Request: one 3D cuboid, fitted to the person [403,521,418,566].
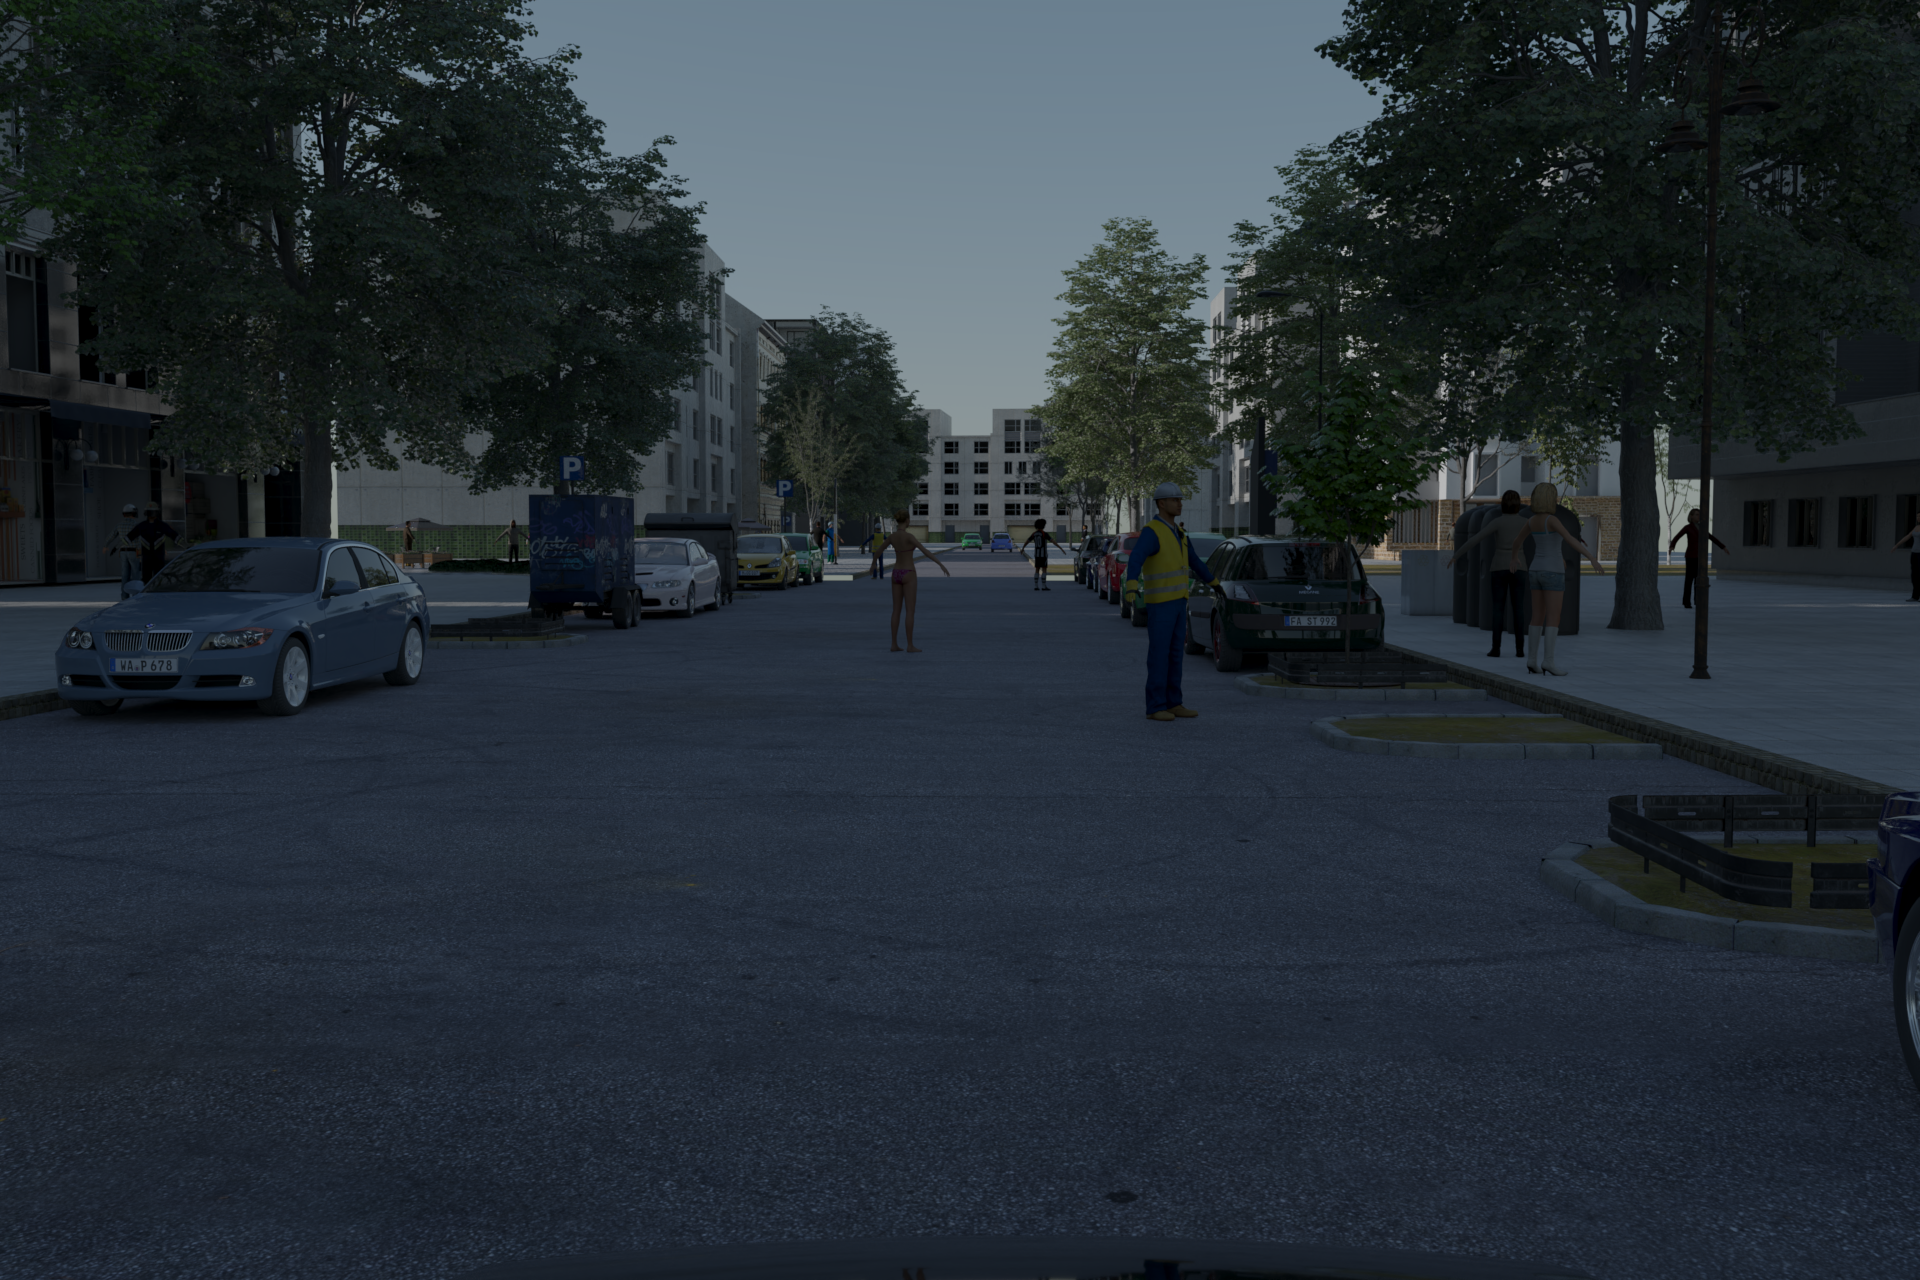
[{"bbox_3d":[-21.883,-3.833,68.807,0.704,1.812,1.346,-3,4,-37],"label":"person"}]

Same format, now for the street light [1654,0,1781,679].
[{"bbox_3d":[6.575,-2.594,15.206,0.468,5.910,1.993,0,4,1],"label":"street light"}]

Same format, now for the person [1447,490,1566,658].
[{"bbox_3d":[5.719,-0.694,18.100,1.215,1.744,0.721,0,4,5],"label":"person"}]

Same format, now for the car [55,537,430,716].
[{"bbox_3d":[-6.068,-0.194,15.179,2.014,1.417,4.499,0,4,1],"label":"car"}]

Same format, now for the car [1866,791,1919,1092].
[{"bbox_3d":[3.175,0.592,2.904,1.945,1.354,3.894,0,4,2],"label":"car"}]

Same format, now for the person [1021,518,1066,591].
[{"bbox_3d":[2.066,-2.157,43.867,1.345,1.843,0.704,3,4,36],"label":"person"}]

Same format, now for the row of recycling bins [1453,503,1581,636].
[{"bbox_3d":[7.468,-1.002,23.498,1.069,1.692,3.534,0,4,2],"label":"row of recycling bins"}]

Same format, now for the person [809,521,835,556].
[{"bbox_3d":[-5.829,-3.993,71.510,1.346,1.802,0.704,1,4,12],"label":"person"}]

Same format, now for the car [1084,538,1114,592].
[{"bbox_3d":[4.152,-1.917,43.922,1.945,1.354,3.894,0,3,0],"label":"car"}]

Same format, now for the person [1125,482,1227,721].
[{"bbox_3d":[1.629,-0.305,13.420,0.705,1.833,1.349,3,5,39],"label":"person"}]

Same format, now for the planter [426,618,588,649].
[{"bbox_3d":[-5.947,-0.087,22.569,1.991,0.319,1.994,0,4,1],"label":"planter"}]

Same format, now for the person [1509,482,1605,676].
[{"bbox_3d":[5.404,-0.561,15.786,0.721,1.753,1.214,-1,4,-21],"label":"person"}]

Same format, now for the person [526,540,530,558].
[{"bbox_3d":[-21.308,-4.716,86.369,0.599,1.433,0.991,2,4,24],"label":"person"}]

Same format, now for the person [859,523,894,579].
[{"bbox_3d":[-2.620,-2.813,54.911,1.216,1.772,0.721,-1,4,-20],"label":"person"}]

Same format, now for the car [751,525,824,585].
[{"bbox_3d":[-4.966,-2.508,49.795,1.959,1.807,4.718,0,4,1],"label":"car"}]

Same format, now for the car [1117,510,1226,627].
[{"bbox_3d":[3.576,-1.181,28.102,1.959,1.807,4.718,0,4,1],"label":"car"}]

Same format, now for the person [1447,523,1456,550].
[{"bbox_3d":[22.272,-4.390,78.040,0.705,1.796,1.348,-1,4,-18],"label":"person"}]

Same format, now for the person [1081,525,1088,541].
[{"bbox_3d":[6.176,-4.886,86.610,0.721,1.740,1.216,1,4,10],"label":"person"}]

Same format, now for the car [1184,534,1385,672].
[{"bbox_3d":[3.521,-0.587,19.384,2.009,1.686,4.222,0,4,0],"label":"car"}]

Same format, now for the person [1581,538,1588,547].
[{"bbox_3d":[17.703,-2.715,50.500,1.345,1.816,0.704,-1,4,-22],"label":"person"}]

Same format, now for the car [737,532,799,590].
[{"bbox_3d":[-5.236,-2.148,45.339,2.015,1.641,3.980,0,4,1],"label":"car"}]

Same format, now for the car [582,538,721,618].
[{"bbox_3d":[-5.467,-1.147,31.113,2.083,1.381,4.827,0,4,1],"label":"car"}]

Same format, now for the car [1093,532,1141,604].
[{"bbox_3d":[3.925,-1.695,36.747,2.155,1.783,4.494,0,4,0],"label":"car"}]

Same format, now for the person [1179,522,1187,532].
[{"bbox_3d":[9.515,-4.161,74.218,1.347,1.806,0.705,3,5,42],"label":"person"}]

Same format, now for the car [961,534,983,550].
[{"bbox_3d":[1.078,-8.892,154.181,1.959,1.807,4.718,0,4,1],"label":"car"}]

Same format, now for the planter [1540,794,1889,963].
[{"bbox_3d":[3.387,0.880,6.760,1.991,0.319,1.994,0,4,1],"label":"planter"}]

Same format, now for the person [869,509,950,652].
[{"bbox_3d":[-0.639,-0.725,21.108,1.217,1.733,0.721,3,4,36],"label":"person"}]

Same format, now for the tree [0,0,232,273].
[{"bbox_3d":[-12.438,-5.730,19.439,9.928,11.665,9.643,0,3,0],"label":"tree"}]

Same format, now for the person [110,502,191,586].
[{"bbox_3d":[-14.185,-1.503,30.440,1.351,1.845,0.704,-1,4,-14],"label":"person"}]

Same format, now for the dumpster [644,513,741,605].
[{"bbox_3d":[-5.456,-1.653,35.239,1.865,1.857,1.264,0,4,1],"label":"dumpster"}]

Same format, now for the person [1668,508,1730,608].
[{"bbox_3d":[12.709,-1.408,29.835,1.215,1.729,0.721,-1,4,-16],"label":"person"}]

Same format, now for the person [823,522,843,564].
[{"bbox_3d":[-5.537,-4.204,74.858,0.704,1.817,1.347,3,4,36],"label":"person"}]

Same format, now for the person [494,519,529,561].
[{"bbox_3d":[-16.054,-3.435,62.285,1.348,1.813,0.705,-1,4,-19],"label":"person"}]

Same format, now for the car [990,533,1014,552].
[{"bbox_3d":[3.286,-7.754,136.366,1.945,1.707,3.694,0,4,2],"label":"car"}]

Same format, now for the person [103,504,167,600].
[{"bbox_3d":[-15.771,-1.661,32.990,1.345,1.849,0.704,1,4,11],"label":"person"}]

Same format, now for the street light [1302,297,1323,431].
[{"bbox_3d":[7.440,-3.709,33.188,1.470,5.913,1.316,0,4,1],"label":"street light"}]

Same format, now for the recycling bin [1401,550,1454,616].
[{"bbox_3d":[7.431,-0.913,27.475,0.722,1.027,0.722,0,4,2],"label":"recycling bin"}]

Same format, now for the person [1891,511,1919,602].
[{"bbox_3d":[18.077,-1.584,32.702,0.721,1.737,1.217,-1,4,-14],"label":"person"}]

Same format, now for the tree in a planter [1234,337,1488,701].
[{"bbox_3d":[3.560,-1.136,15.802,1.991,3.239,1.994,0,4,1],"label":"tree in a planter"}]

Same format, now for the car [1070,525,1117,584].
[{"bbox_3d":[4.257,-2.509,50.812,2.009,1.686,4.222,0,4,1],"label":"car"}]

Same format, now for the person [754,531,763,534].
[{"bbox_3d":[-10.427,-5.100,89.161,0.705,1.856,1.354,-3,5,-40],"label":"person"}]
